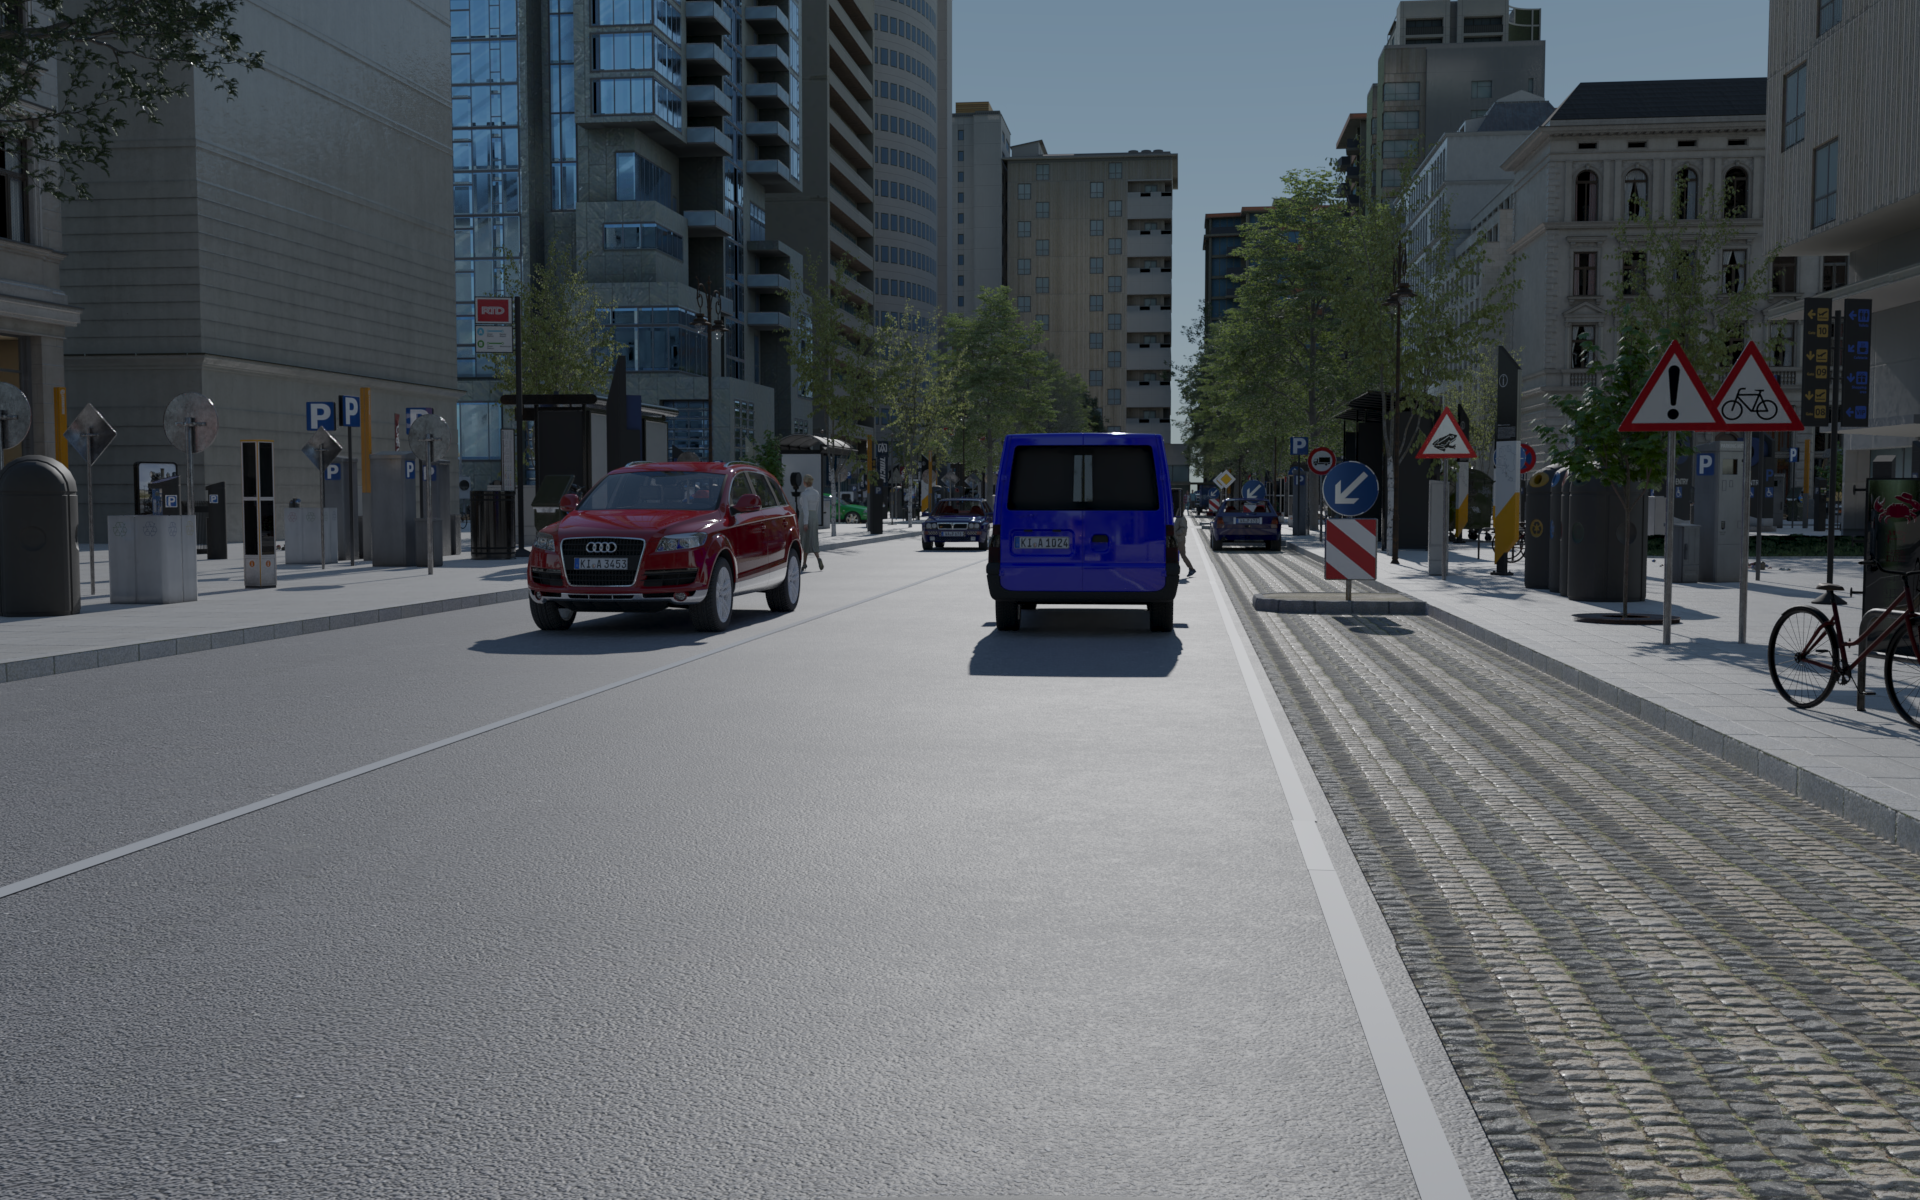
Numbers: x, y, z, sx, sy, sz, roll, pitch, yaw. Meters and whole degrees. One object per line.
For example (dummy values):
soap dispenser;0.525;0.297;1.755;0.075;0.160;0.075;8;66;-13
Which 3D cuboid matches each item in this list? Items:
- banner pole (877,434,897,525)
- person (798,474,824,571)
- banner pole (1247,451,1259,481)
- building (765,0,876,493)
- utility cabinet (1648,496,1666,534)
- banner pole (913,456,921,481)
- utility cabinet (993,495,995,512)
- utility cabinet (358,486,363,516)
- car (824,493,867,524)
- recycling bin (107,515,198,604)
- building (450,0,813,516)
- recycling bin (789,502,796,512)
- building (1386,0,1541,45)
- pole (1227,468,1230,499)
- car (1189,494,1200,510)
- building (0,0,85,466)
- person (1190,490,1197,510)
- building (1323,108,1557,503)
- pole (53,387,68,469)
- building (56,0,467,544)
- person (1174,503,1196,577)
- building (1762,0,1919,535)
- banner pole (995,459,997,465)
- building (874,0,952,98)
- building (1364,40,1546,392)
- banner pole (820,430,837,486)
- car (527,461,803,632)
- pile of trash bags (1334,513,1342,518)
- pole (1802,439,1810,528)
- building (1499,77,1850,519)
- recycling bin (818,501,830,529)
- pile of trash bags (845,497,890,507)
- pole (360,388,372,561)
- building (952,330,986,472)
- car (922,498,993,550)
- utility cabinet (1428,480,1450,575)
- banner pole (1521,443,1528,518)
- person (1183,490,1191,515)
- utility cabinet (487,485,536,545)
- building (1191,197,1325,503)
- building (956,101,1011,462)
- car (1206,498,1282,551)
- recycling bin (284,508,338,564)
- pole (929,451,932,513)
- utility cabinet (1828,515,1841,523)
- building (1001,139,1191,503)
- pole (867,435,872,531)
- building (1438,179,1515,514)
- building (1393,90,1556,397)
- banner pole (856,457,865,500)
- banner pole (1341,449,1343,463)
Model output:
banner pole;-3.036;-4.990;71.598;0.863;3.779;0.401;0;4;-8
person;-2.773;-1.443;32.314;0.478;1.798;0.641;-3;4;-39
banner pole;16.951;-6.766;100.648;0.863;3.779;0.401;0;4;5
building;-19.432;-31.883;144.991;21.300;48.544;21.600;0;4;7
utility cabinet;20.666;-2.477;51.668;0.306;1.237;1.020;3;5;40
banner pole;-2.855;-7.582;113.980;0.863;3.779;0.401;-2;4;-27
utility cabinet;2.406;-5.464;100.499;1.020;1.237;0.306;0;4;-1
utility cabinet;-15.865;-2.301;46.299;1.173;1.500;0.318;-3;4;-36
car;-5.919;-4.111;76.014;4.718;1.807;1.959;0;4;8
recycling bin;-9.542;-0.485;20.487;0.722;1.027;0.722;0;4;6
building;-21.760;-48.743;109.617;22.319;86.520;31.000;0;4;7
recycling bin;-6.435;-3.075;62.833;0.722;1.027;0.722;-2;4;-32
building;73.512;-49.879;253.775;20.611;71.187;20.563;0;4;7
pole;19.855;-8.197;127.868;0.158;3.312;0.155;0;3;0
car;21.527;-8.987;156.725;2.009;1.686;4.222;0;4;7
building;-26.582;-10.273;18.875;10.553;20.767;40.483;0;4;7
person;20.441;-8.772;151.946;0.660;1.820;0.620;0;3;0
building;53.998;-33.099;195.786;22.147;44.769;28.867;0;4;7
pole;-17.171;-2.403;33.131;0.158;3.312;0.155;0;3;0
building;-39.556;-16.971;53.896;44.131;29.872;17.030;0;4;7
person;3.796;-1.047;29.894;0.640;1.303;0.475;-1;4;-21
building;36.595;-27.462;38.250;28.713;52.752;27.495;0;4;7
banner pole;2.432;-7.293;109.262;0.863;3.779;0.401;-2;4;-29
building;-12.986;-38.467;170.926;21.231;58.520;28.212;0;4;7
building;45.489;-29.189;160.827;14.154;41.232;14.086;0;4;7
banner pole;-5.164;-4.747;67.631;0.863;3.779;0.401;-2;4;-26
car;-3.218;-0.680;19.789;2.281;1.827;5.304;0;4;8
pile of trash bags;14.827;-3.228;62.529;1.912;1.369;3.447;3;4;36
pole;31.608;-4.332;64.675;0.158;3.312;0.155;0;3;0
building;40.204;-16.178;93.387;19.941;23.489;11.050;0;4;7
recycling bin;-5.296;-3.159;64.204;0.722;1.027;0.722;-3;5;-43
pile of trash bags;-5.852;-6.005;107.939;3.447;1.369;1.912;3;5;43
pole;-11.387;-2.411;33.256;0.158;3.312;0.155;0;3;0
building;-12.626;-22.102;206.411;28.899;21.520;27.650;0;4;7
car;0.022;-2.020;45.601;1.945;1.354;3.894;0;4;6
utility cabinet;7.652;-1.161;27.656;0.318;1.500;1.173;1;4;14
banner pole;27.646;-5.811;85.034;0.401;3.779;0.863;-1;4;-20
person;15.360;-6.599;117.224;0.563;1.720;0.643;-1;4;-23
utility cabinet;-11.172;-2.112;43.206;1.173;1.500;0.318;-1;4;-12
building;49.099;-36.948;258.715;28.867;44.769;22.147;0;4;7
building;-6.631;-44.172;264.217;28.212;58.520;21.231;0;4;7
car;7.350;-1.967;44.738;1.945;1.354;3.894;0;4;7
recycling bin;-11.951;-1.184;31.907;0.722;1.027;0.722;0;4;3
pole;-1.395;-5.358;81.445;0.158;3.312;0.155;0;3;0
utility cabinet;39.096;-4.015;76.815;1.020;1.237;0.306;1;4;16
building;21.436;-41.290;264.330;27.495;52.752;28.713;0;4;7
pole;-3.108;-4.012;59.440;0.158;3.312;0.155;0;3;0
building;37.643;-15.755;112.354;10.420;20.320;16.860;0;4;7
building;41.195;-21.897;135.502;11.434;29.767;29.804;0;4;7
banner pole;-6.630;-7.647;115.047;0.863;3.779;0.401;-3;4;-37
banner pole;18.910;-5.811;85.028;0.401;3.779;0.863;3;5;45
